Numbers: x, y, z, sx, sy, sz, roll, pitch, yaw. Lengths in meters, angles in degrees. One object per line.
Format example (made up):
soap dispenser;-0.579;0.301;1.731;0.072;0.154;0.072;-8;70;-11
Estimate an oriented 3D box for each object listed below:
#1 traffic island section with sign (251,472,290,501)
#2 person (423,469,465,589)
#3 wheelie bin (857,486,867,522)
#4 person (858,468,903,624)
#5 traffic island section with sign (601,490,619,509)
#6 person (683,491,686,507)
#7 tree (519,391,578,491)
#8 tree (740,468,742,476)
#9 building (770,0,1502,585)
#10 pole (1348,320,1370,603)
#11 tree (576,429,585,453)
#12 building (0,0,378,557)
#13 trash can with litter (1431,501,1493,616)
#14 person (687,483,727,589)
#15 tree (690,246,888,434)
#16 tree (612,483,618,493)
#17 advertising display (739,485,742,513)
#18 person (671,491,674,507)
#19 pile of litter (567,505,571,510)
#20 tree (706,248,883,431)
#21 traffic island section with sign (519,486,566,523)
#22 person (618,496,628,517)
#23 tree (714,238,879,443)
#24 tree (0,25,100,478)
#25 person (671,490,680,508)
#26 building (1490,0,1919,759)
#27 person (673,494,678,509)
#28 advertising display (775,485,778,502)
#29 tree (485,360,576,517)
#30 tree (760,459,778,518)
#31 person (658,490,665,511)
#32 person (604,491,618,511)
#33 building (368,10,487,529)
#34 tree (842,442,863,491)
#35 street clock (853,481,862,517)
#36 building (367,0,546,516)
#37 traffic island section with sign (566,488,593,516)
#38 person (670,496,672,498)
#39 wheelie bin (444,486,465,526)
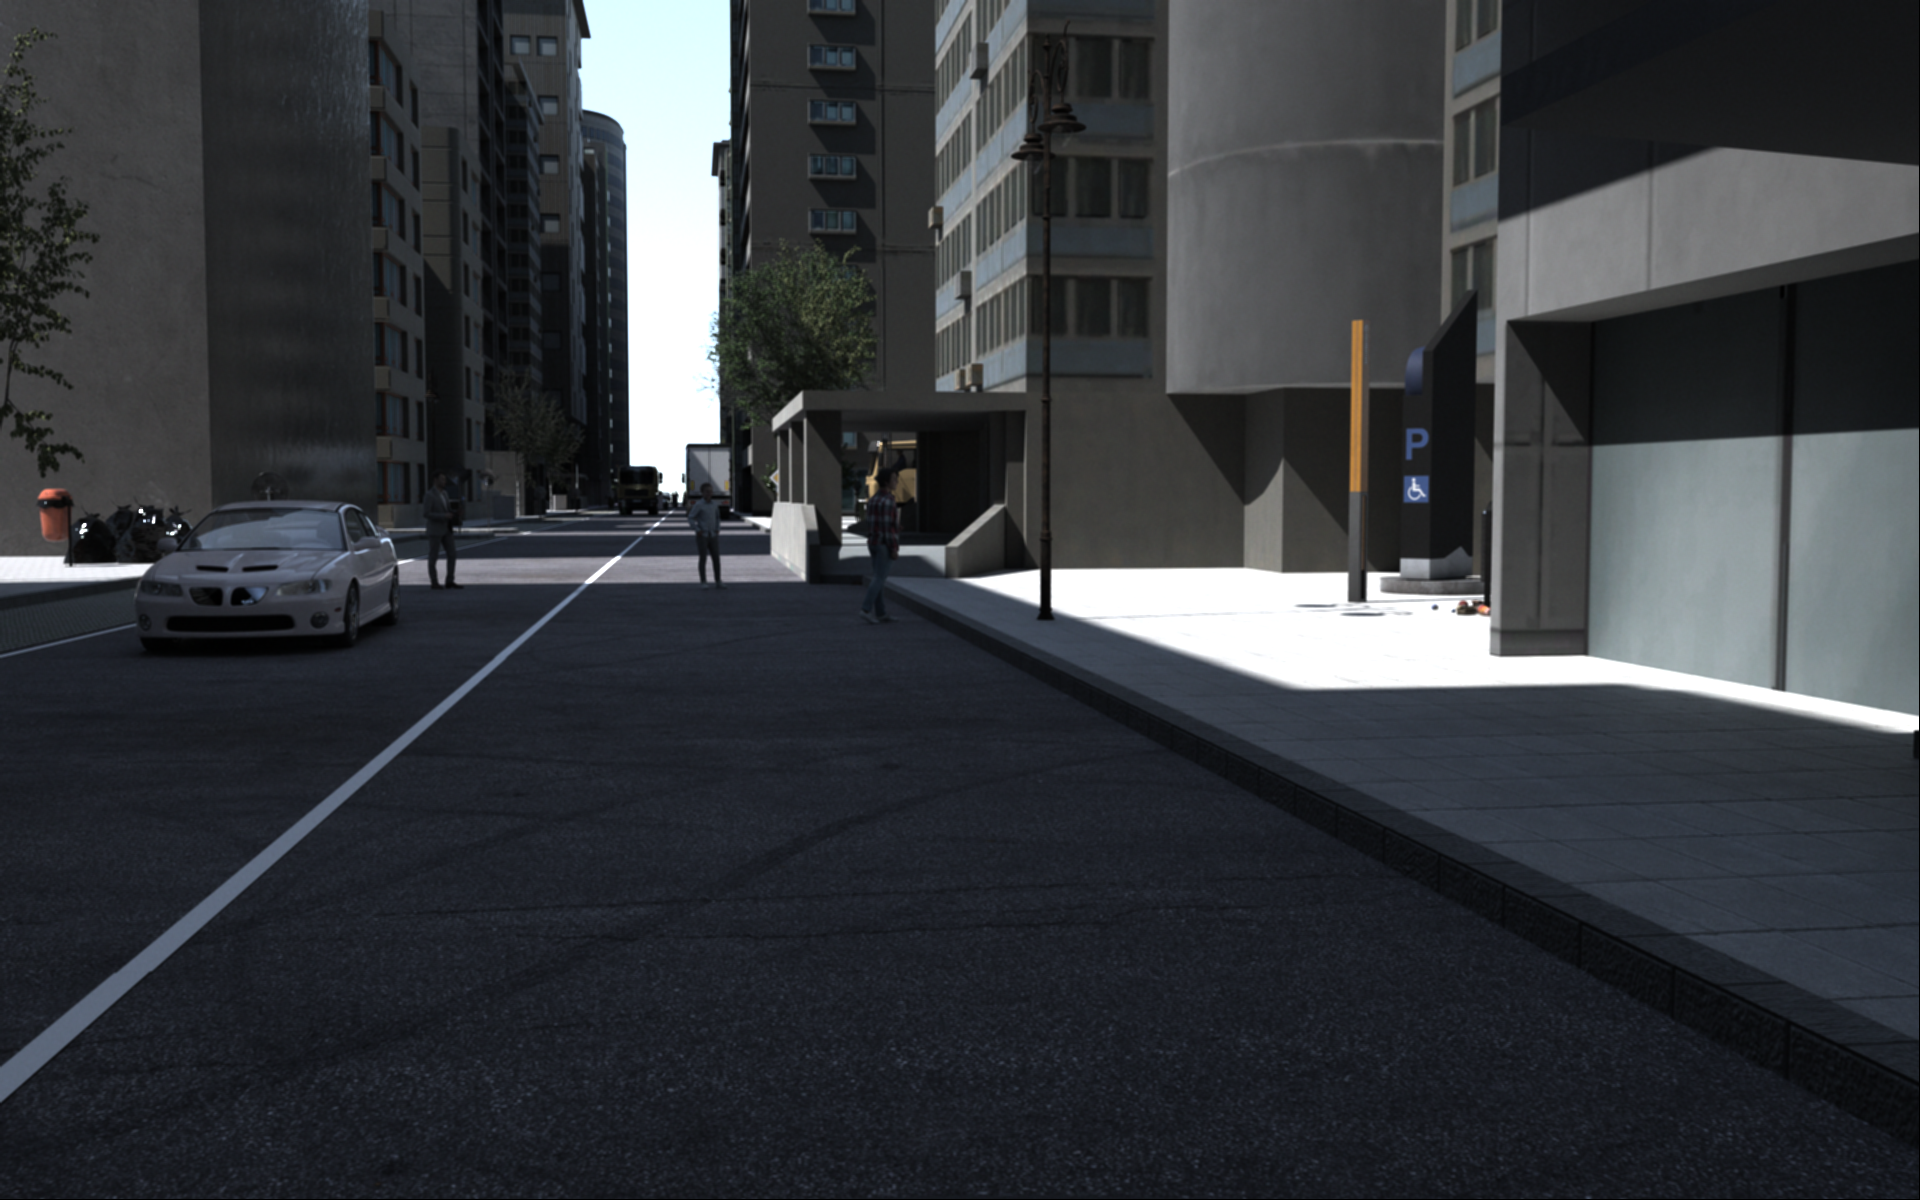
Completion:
traffic island section with sign;-12.198;-1.337;30.487;1.989;1.847;2.006;-1;4;-9
person;-7.774;-1.065;26.119;0.583;1.804;0.606;1;4;14
wheelie bin;-3.580;-3.660;67.744;0.693;1.594;0.980;-3;5;-41
person;-0.893;-0.610;19.307;0.643;1.720;0.563;-2;4;-24
traffic island section with sign;-32.506;-9.374;161.886;1.989;1.847;2.006;-1;4;-9
person;-30.401;-11.181;191.830;0.721;1.766;1.217;0;4;2
tree;-29.381;-10.516;122.294;4.737;8.622;4.395;0;3;0
tree;-14.041;-8.515;122.927;4.285;4.588;4.351;0;3;0
building;12.467;-21.021;35.580;32.217;40.220;23.993;-1;4;-9
pole;4.711;-1.627;20.438;0.158;3.312;0.155;0;3;0
tree;-30.096;-10.867;128.040;4.360;8.622;3.978;0;3;0
building;-33.815;-14.535;42.156;34.151;26.468;19.350;-1;4;-9
trash can with litter;6.013;-0.478;18.866;1.678;1.210;2.233;2;4;30
person;-3.824;-0.971;26.189;0.589;1.601;0.330;-2;4;-31
tree;-8.475;-10.744;86.040;12.009;13.543;11.850;0;3;0
tree;-43.071;-13.366;213.136;1.663;3.219;1.824;0;3;0
advertising display;-14.933;-6.882;117.741;0.123;1.923;0.974;0;4;-5
person;-32.168;-11.371;194.950;0.750;1.759;0.617;2;4;32
pile of litter;-31.468;-7.533;137.127;1.719;0.858;1.176;-1;4;-16
tree;-6.897;-8.969;72.394;9.928;11.665;9.643;0;3;0
traffic island section with sign;-20.680;-4.698;85.436;1.989;1.847;2.006;-1;4;-9
person;-20.715;-5.734;106.491;0.590;1.304;0.306;0;4;1
tree;-4.088;-6.035;49.040;4.737;8.622;4.395;0;3;0
tree;-14.447;-4.573;25.130;4.737;8.622;4.395;0;3;0
person;-29.621;-10.532;180.682;1.348;1.826;0.705;3;5;41
building;17.040;-25.234;1.822;28.713;52.752;27.495;-1;4;-9
person;-28.126;-9.745;171.052;0.599;1.433;0.991;-3;4;-36
advertising display;-7.817;-4.434;77.715;0.974;1.923;0.123;-1;4;-8
tree;-24.364;-8.926;96.307;4.360;8.622;3.978;0;3;0
tree;-9.990;-6.119;94.653;1.663;3.219;1.824;0;3;0
person;-25.800;-8.565;149.209;0.621;1.740;0.551;1;4;22
person;-30.096;-8.572;149.383;1.217;1.736;0.721;0;4;-6
building;-36.456;-14.030;74.422;27.650;21.520;28.899;-1;4;-9
tree;-4.036;-3.646;54.217;1.663;3.219;1.824;0;3;0
street clock;-5.634;-5.522;94.858;0.471;2.002;0.358;-3;5;-43
building;-36.700;-40.838;105.949;20.563;71.187;20.611;-1;4;-9
traffic island section with sign;-24.828;-6.336;112.220;1.989;1.847;2.006;-1;4;-9
person;-46.389;-16.415;280.137;1.065;1.426;0.557;-1;4;-12
wheelie bin;-20.267;-3.742;69.097;0.980;1.594;0.693;-2;4;-25
